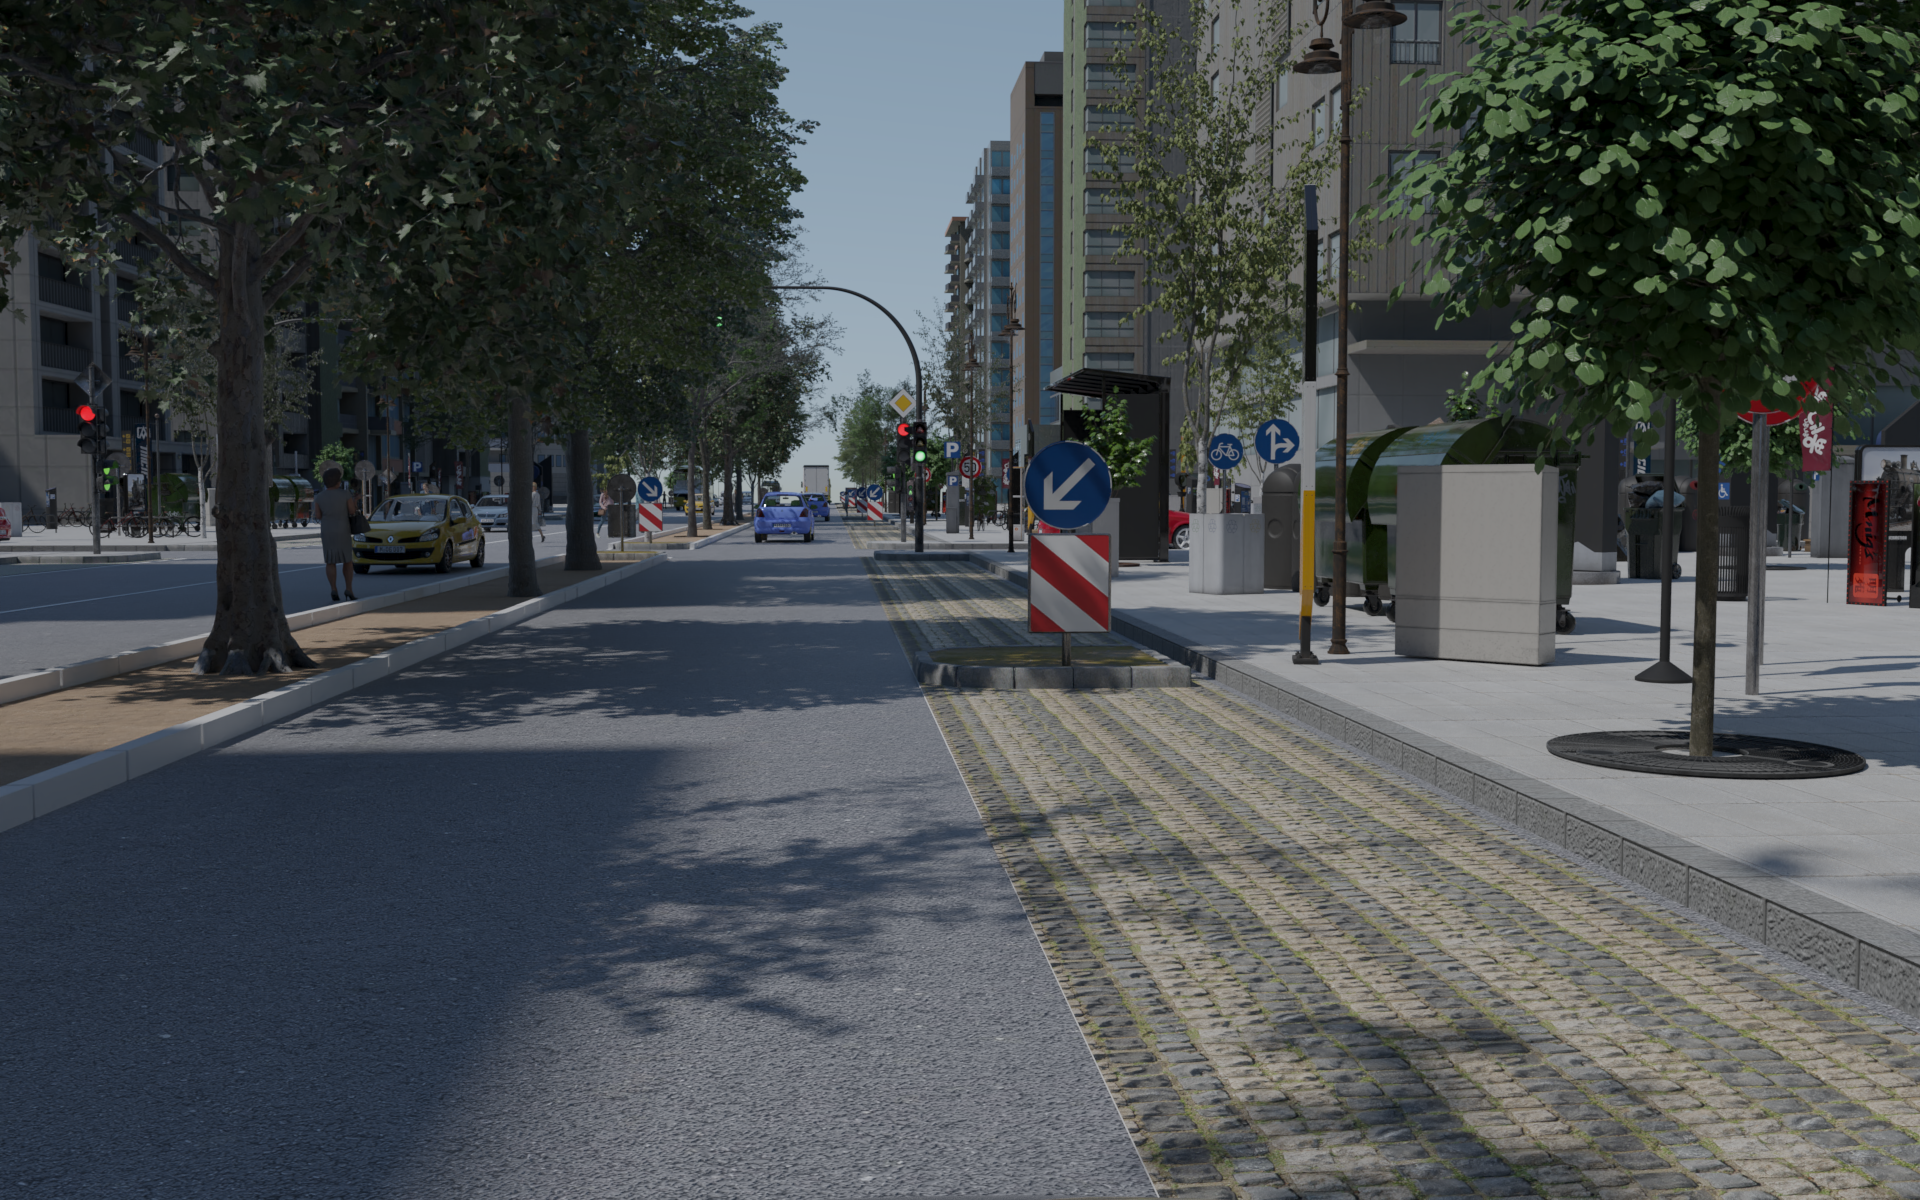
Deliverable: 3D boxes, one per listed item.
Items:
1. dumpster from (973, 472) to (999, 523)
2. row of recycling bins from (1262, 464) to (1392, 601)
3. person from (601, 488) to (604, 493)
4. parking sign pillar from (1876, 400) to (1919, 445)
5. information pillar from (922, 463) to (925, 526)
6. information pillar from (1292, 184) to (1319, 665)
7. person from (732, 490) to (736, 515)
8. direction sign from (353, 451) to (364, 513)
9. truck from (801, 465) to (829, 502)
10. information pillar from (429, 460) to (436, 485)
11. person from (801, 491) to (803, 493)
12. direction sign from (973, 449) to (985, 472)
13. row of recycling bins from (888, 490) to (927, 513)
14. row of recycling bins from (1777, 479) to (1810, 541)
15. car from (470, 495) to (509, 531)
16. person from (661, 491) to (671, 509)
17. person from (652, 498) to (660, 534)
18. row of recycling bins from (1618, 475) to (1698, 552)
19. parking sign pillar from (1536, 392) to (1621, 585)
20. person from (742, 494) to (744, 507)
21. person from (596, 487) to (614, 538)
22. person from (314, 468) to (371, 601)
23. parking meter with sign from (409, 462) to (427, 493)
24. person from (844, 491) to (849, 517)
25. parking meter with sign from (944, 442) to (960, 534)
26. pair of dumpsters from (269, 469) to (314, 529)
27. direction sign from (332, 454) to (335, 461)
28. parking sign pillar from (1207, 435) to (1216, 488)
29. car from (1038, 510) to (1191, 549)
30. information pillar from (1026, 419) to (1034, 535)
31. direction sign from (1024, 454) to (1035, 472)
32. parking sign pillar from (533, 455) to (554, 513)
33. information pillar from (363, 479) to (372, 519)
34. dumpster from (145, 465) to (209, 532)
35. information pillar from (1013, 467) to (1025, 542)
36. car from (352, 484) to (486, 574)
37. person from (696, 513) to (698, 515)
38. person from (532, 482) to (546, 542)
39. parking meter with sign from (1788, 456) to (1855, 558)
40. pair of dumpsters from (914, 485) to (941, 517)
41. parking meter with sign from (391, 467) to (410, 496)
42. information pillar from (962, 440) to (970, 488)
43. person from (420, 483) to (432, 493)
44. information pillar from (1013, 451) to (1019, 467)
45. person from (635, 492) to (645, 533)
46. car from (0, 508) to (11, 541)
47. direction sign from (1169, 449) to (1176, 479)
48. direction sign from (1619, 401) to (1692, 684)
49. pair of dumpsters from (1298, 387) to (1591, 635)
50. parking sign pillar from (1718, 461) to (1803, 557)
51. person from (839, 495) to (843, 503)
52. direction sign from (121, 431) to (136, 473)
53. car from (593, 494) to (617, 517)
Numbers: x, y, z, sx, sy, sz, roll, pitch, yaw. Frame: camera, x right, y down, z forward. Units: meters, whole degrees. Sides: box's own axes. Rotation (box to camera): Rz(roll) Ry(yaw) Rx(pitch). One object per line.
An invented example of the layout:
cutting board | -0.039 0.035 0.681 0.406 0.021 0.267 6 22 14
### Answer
dumpster | 0.884 -4.464 75.484 1.502 2.255 1.985 0 4 -4
row of recycling bins | 4.983 -0.925 22.243 1.069 1.692 3.534 -1 4 -21
person | -23.024 -6.245 110.872 0.573 1.790 0.520 -2 4 -28
parking sign pillar | 26.941 -3.755 49.869 1.447 3.967 1.447 -1 4 -19
information pillar | -1.597 -4.825 70.235 0.183 3.616 0.504 2 4 24
information pillar | 2.613 -1.323 12.984 0.183 3.616 0.504 1 4 9
person | -15.146 -6.658 117.544 0.709 1.800 0.728 -1 4 -23
direction sign | -31.336 -6.017 90.370 0.876 3.537 0.379 2 4 35
truck | -14.339 -11.198 171.994 2.839 4.237 11.283 0 4 -6
information pillar | -36.295 -7.822 119.249 0.183 3.616 0.504 3 4 38
person | -14.751 -9.313 161.700 0.436 1.711 0.756 -3 5 -40
direction sign | 0.848 -5.815 87.074 0.876 3.537 0.379 2 4 23
row of recycling bins | -3.529 -6.657 115.953 1.069 1.692 3.534 -3 5 -44
row of recycling bins | 21.660 -2.512 48.176 3.534 1.692 1.069 1 4 16
car | -17.640 -3.322 66.323 2.014 1.417 4.499 0 4 -3
person | -28.309 -9.588 165.979 1.217 1.735 0.721 -2 4 -24
person | -10.981 -3.250 62.308 0.731 1.740 0.598 2 4 27
row of recycling bins | 15.774 -1.918 38.475 3.534 1.692 1.069 -3 4 -37
parking sign pillar | 8.810 -2.234 25.004 1.447 3.967 1.447 -3 5 -41
person | -24.175 -11.198 191.678 0.705 1.812 1.348 1 4 11
person | -11.578 -2.899 56.493 0.643 1.750 0.593 3 5 45
person | -8.293 -0.886 23.342 0.716 1.782 0.532 0 4 -5
parking meter with sign | -28.949 -5.921 93.073 0.543 3.016 1.738 -2 4 -31
person | -7.024 -5.923 107.146 0.330 1.601 0.589 0 4 5
parking meter with sign | -0.255 -3.705 56.840 0.543 3.016 1.738 0 3 0
pair of dumpsters | -25.622 -3.818 64.914 1.574 2.255 4.437 0 4 -4
direction sign | -35.722 -6.536 98.857 0.379 3.537 0.876 -2 4 -27
parking sign pillar | 11.303 -5.516 78.651 1.447 3.967 1.447 1 4 16
car | 4.188 -2.082 43.088 4.494 1.783 2.155 0 4 -5
information pillar | 2.213 -3.826 53.918 0.183 3.616 0.504 -1 4 -11
direction sign | 3.933 -6.487 98.062 0.379 3.537 0.876 3 5 45
parking sign pillar | -28.548 -7.953 118.507 1.447 3.967 1.447 0 4 -3
information pillar | -24.631 -4.127 71.973 0.304 2.012 0.304 -1 4 -10
dumpster | -26.559 -3.435 58.657 1.502 2.255 1.985 0 4 -4
information pillar | 1.565 -2.591 46.859 0.304 2.012 0.304 1 4 17
car | -10.131 -1.360 32.456 2.015 1.641 3.980 0 4 -2
person | -18.220 -6.624 118.617 0.589 1.601 0.330 1 4 15
person | -12.603 -2.594 51.262 0.624 1.780 0.694 2 4 28
parking meter with sign | 17.511 -2.350 34.677 1.738 3.016 0.543 0 4 5
pair of dumpsters | -1.830 -5.824 97.722 1.574 2.255 4.437 0 4 -4
parking meter with sign | -35.229 -6.970 110.224 1.738 3.016 0.543 -1 4 -14
information pillar | 0.302 -4.885 71.221 0.504 3.616 0.183 2 4 29
person | -18.741 -3.199 60.828 0.581 1.822 0.654 -1 4 -15
information pillar | 2.964 -6.258 93.670 0.504 3.616 0.183 2 4 26
person | -11.840 -3.383 63.676 0.748 1.841 0.638 0 4 -3
car | -25.394 -1.999 41.723 4.494 1.783 2.155 0 4 -4
direction sign | 10.527 -5.850 87.651 0.876 3.537 0.379 3 4 37
direction sign | 4.831 -1.210 11.775 0.379 3.537 0.876 3 5 43
pair of dumpsters | 4.811 -0.930 17.704 1.574 2.255 4.437 0 4 -4
parking sign pillar | 16.410 -2.912 36.088 1.447 3.967 1.447 -1 4 -21
person | -18.217 -15.952 269.274 1.348 1.831 0.705 2 4 34
direction sign | -29.541 -4.284 62.033 0.876 3.537 0.379 0 4 0
car | -19.596 -5.027 93.988 2.131 1.459 4.920 0 4 -6
